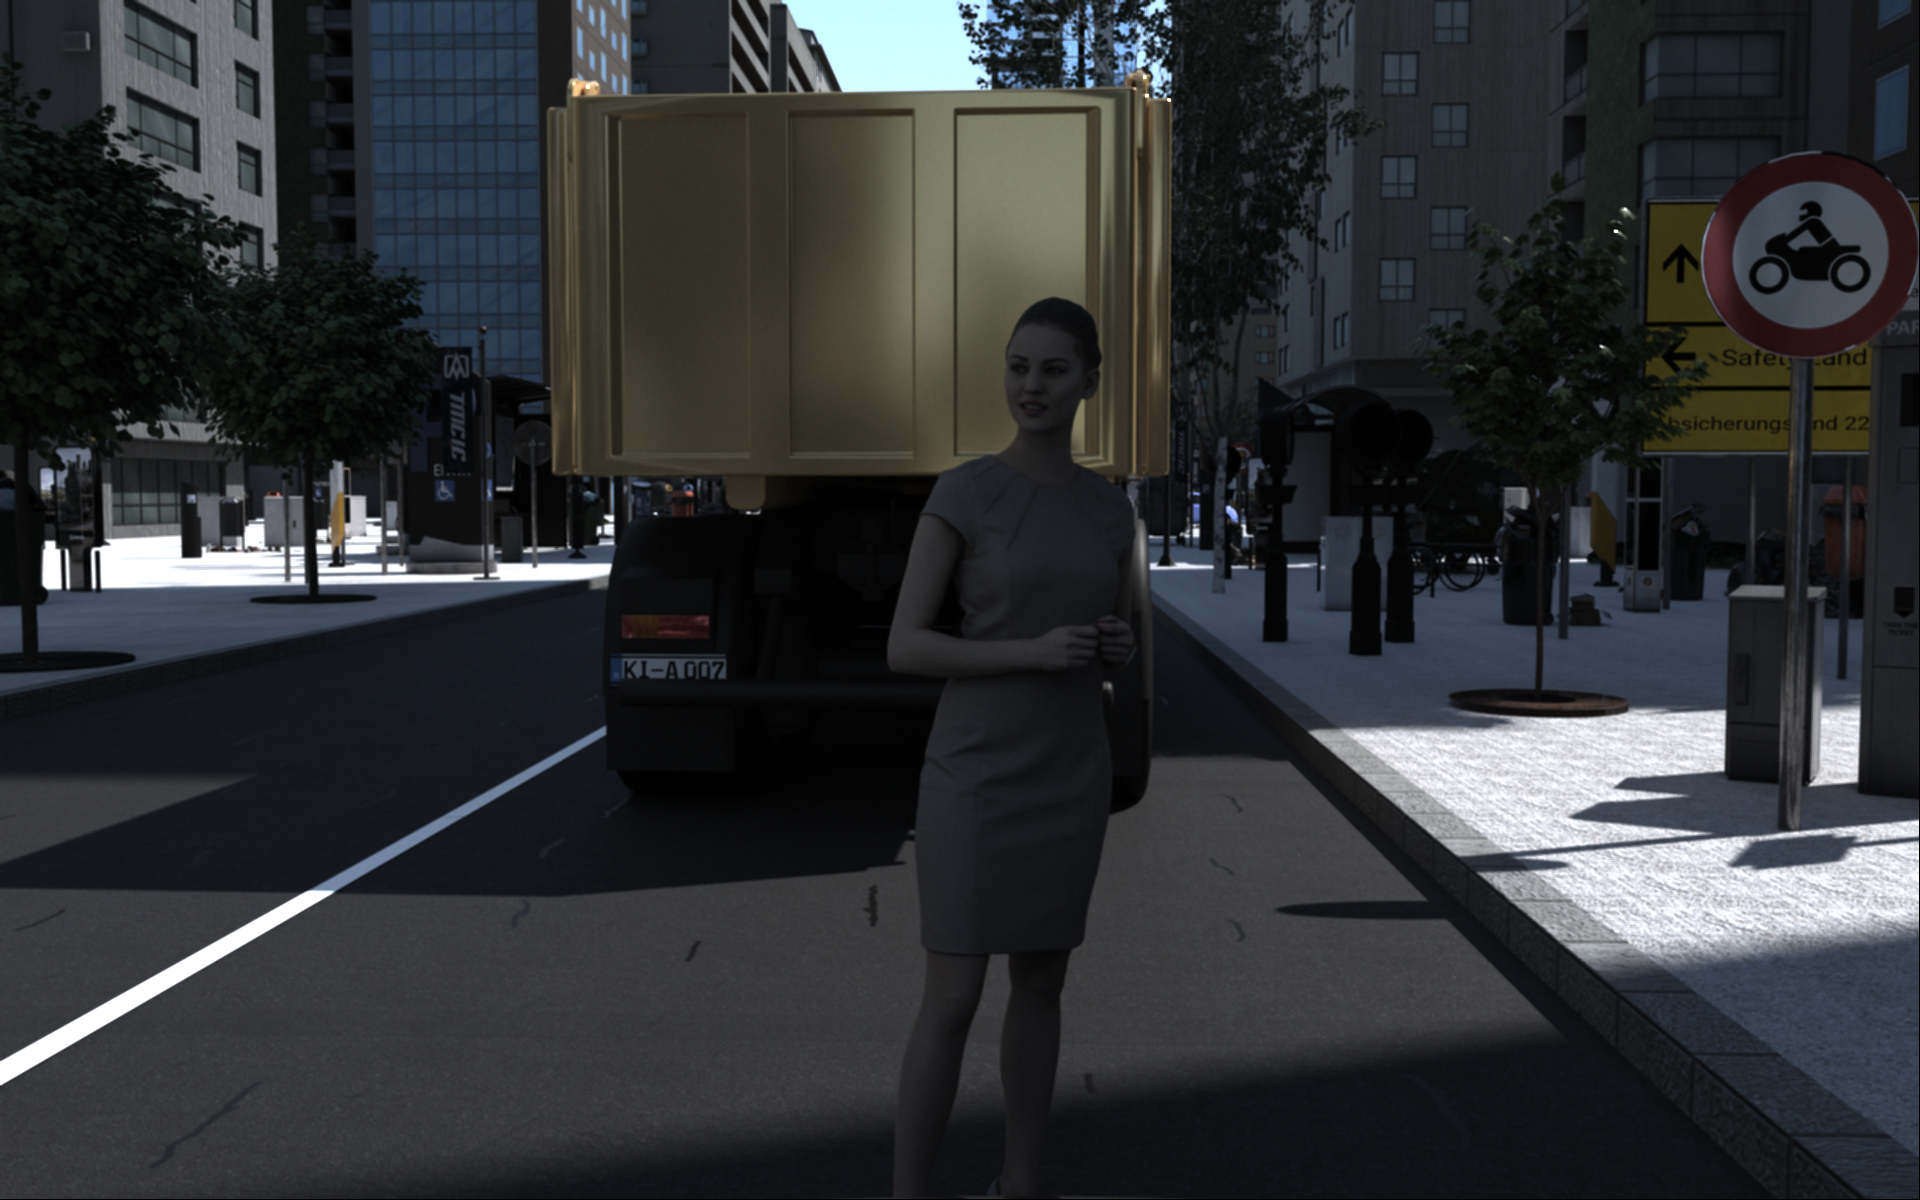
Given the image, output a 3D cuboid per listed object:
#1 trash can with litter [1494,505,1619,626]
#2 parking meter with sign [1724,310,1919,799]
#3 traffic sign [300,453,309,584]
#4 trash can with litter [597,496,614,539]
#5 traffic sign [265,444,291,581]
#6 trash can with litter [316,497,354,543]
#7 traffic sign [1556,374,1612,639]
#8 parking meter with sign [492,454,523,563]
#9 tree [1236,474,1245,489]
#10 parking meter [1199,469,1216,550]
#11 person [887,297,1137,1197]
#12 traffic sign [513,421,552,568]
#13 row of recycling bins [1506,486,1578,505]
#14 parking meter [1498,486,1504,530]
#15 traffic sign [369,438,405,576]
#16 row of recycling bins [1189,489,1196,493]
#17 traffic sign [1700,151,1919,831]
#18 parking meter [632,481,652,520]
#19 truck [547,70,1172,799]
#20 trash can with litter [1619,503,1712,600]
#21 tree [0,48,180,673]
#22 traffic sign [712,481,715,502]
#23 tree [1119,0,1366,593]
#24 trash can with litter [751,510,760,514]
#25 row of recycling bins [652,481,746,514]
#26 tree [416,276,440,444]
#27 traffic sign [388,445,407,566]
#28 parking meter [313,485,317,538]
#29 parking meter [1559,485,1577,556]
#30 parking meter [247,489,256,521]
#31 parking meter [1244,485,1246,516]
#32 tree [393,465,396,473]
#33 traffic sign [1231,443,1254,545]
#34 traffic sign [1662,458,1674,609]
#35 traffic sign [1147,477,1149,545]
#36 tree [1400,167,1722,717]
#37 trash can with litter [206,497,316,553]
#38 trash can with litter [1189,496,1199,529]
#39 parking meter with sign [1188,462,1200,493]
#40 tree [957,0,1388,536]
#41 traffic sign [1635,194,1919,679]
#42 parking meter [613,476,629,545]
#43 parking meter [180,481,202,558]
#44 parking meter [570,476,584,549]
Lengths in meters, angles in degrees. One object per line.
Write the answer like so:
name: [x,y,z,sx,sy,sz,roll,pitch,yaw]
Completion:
trash can with litter: [5.838,-0.348,17.070,1.055,1.170,0.624,0,4,7]
parking meter with sign: [4.229,-0.677,7.327,1.738,3.016,0.543,2,4,33]
traffic sign: [-9.282,-1.502,24.554,0.884,2.594,0.081,0,4,4]
trash can with litter: [-10.692,-2.382,50.011,1.678,1.210,2.233,1,4,13]
traffic sign: [-9.887,-1.547,25.402,0.768,2.556,0.104,0,4,7]
trash can with litter: [-17.301,-2.117,45.674,2.233,1.210,1.678,0,4,-4]
traffic sign: [5.351,-0.929,15.289,0.768,2.556,0.104,1,4,10]
parking meter with sign: [-9.103,-2.213,32.442,1.738,3.016,0.543,0,4,-5]
tree: [22.973,-9.198,134.094,4.285,4.588,4.351,0,3,0]
parking meter: [5.705,-2.075,39.639,0.399,1.863,0.255,3,5,39]
person: [0.108,0.351,3.098,0.599,1.781,0.374,-2,4,-27]
traffic sign: [-7.396,-1.832,30.058,0.768,2.556,0.104,0,4,8]
row of recycling bins: [29.228,-4.917,87.505,3.534,1.692,1.069,2,4,24]
parking meter: [15.937,-2.628,51.372,0.372,1.533,0.369,0,3,0]
traffic sign: [-9.069,-1.659,27.228,0.768,2.556,0.104,1,4,9]
row of recycling bins: [18.987,-8.086,139.311,3.534,1.692,1.069,-1,4,-10]
traffic sign: [3.172,-0.394,6.548,0.768,2.556,0.104,1,4,10]
parking meter: [-5.934,-1.463,32.335,0.372,1.533,0.369,0,3,0]
truck: [-0.110,-0.972,11.823,3.469,3.379,9.791,0,4,4]
trash can with litter: [8.577,-0.596,21.127,0.624,1.170,1.055,-3,5,-43]
tree: [-7.091,-1.792,13.014,4.285,4.588,4.351,0,3,0]
traffic sign: [-7.361,-3.162,51.797,0.768,2.556,0.104,1,4,11]
tree: [3.242,-4.405,22.379,4.360,8.622,3.978,0,3,0]
trash can with litter: [-14.588,-7.280,130.084,2.233,1.210,1.678,-1,4,-8]
row of recycling bins: [-8.802,-3.095,57.713,3.534,1.692,1.069,-2,4,-35]
tree: [-7.800,-2.274,20.886,4.285,4.588,4.351,0,3,0]
traffic sign: [-9.936,-1.880,30.750,0.884,2.594,0.081,0,4,7]
parking meter: [-19.020,-2.584,50.665,0.372,1.533,0.369,0,3,0]
parking meter: [12.477,-1.826,35.569,0.255,1.863,0.399,0,4,4]
parking meter: [-34.184,-4.597,83.569,0.372,1.533,0.369,0,3,0]
parking meter: [16.516,-5.729,99.387,0.255,1.863,0.399,3,5,39]
tree: [-16.694,-3.586,53.235,1.663,3.219,1.824,0,3,0]
traffic sign: [6.955,-2.625,43.026,0.768,2.556,0.104,0,4,7]
traffic sign: [7.867,-1.169,19.218,0.768,2.556,0.104,1,4,11]
traffic sign: [4.561,-2.441,42.035,0.606,2.300,0.079,0,4,4]
tree: [3.615,-0.961,10.308,1.663,3.219,1.824,0,3,0]
trash can with litter: [-15.764,-1.665,38.280,2.233,1.210,1.678,0,4,3]
trash can with litter: [8.713,-3.281,64.707,1.678,1.210,2.233,-3,4,-38]
parking meter with sign: [13.334,-6.017,94.636,1.738,3.016,0.543,3,5,39]
tree: [7.054,-12.014,52.311,12.611,20.169,13.585,0,3,0]
traffic sign: [5.792,-1.103,11.913,2.265,3.308,0.079,0,4,3]
parking meter: [-8.574,-2.332,43.836,0.255,1.863,0.399,1,4,14]
parking meter: [-15.468,-1.616,34.832,0.372,1.533,0.369,0,3,0]
parking meter: [-9.015,-2.143,40.754,0.255,1.863,0.399,-1,4,-21]
